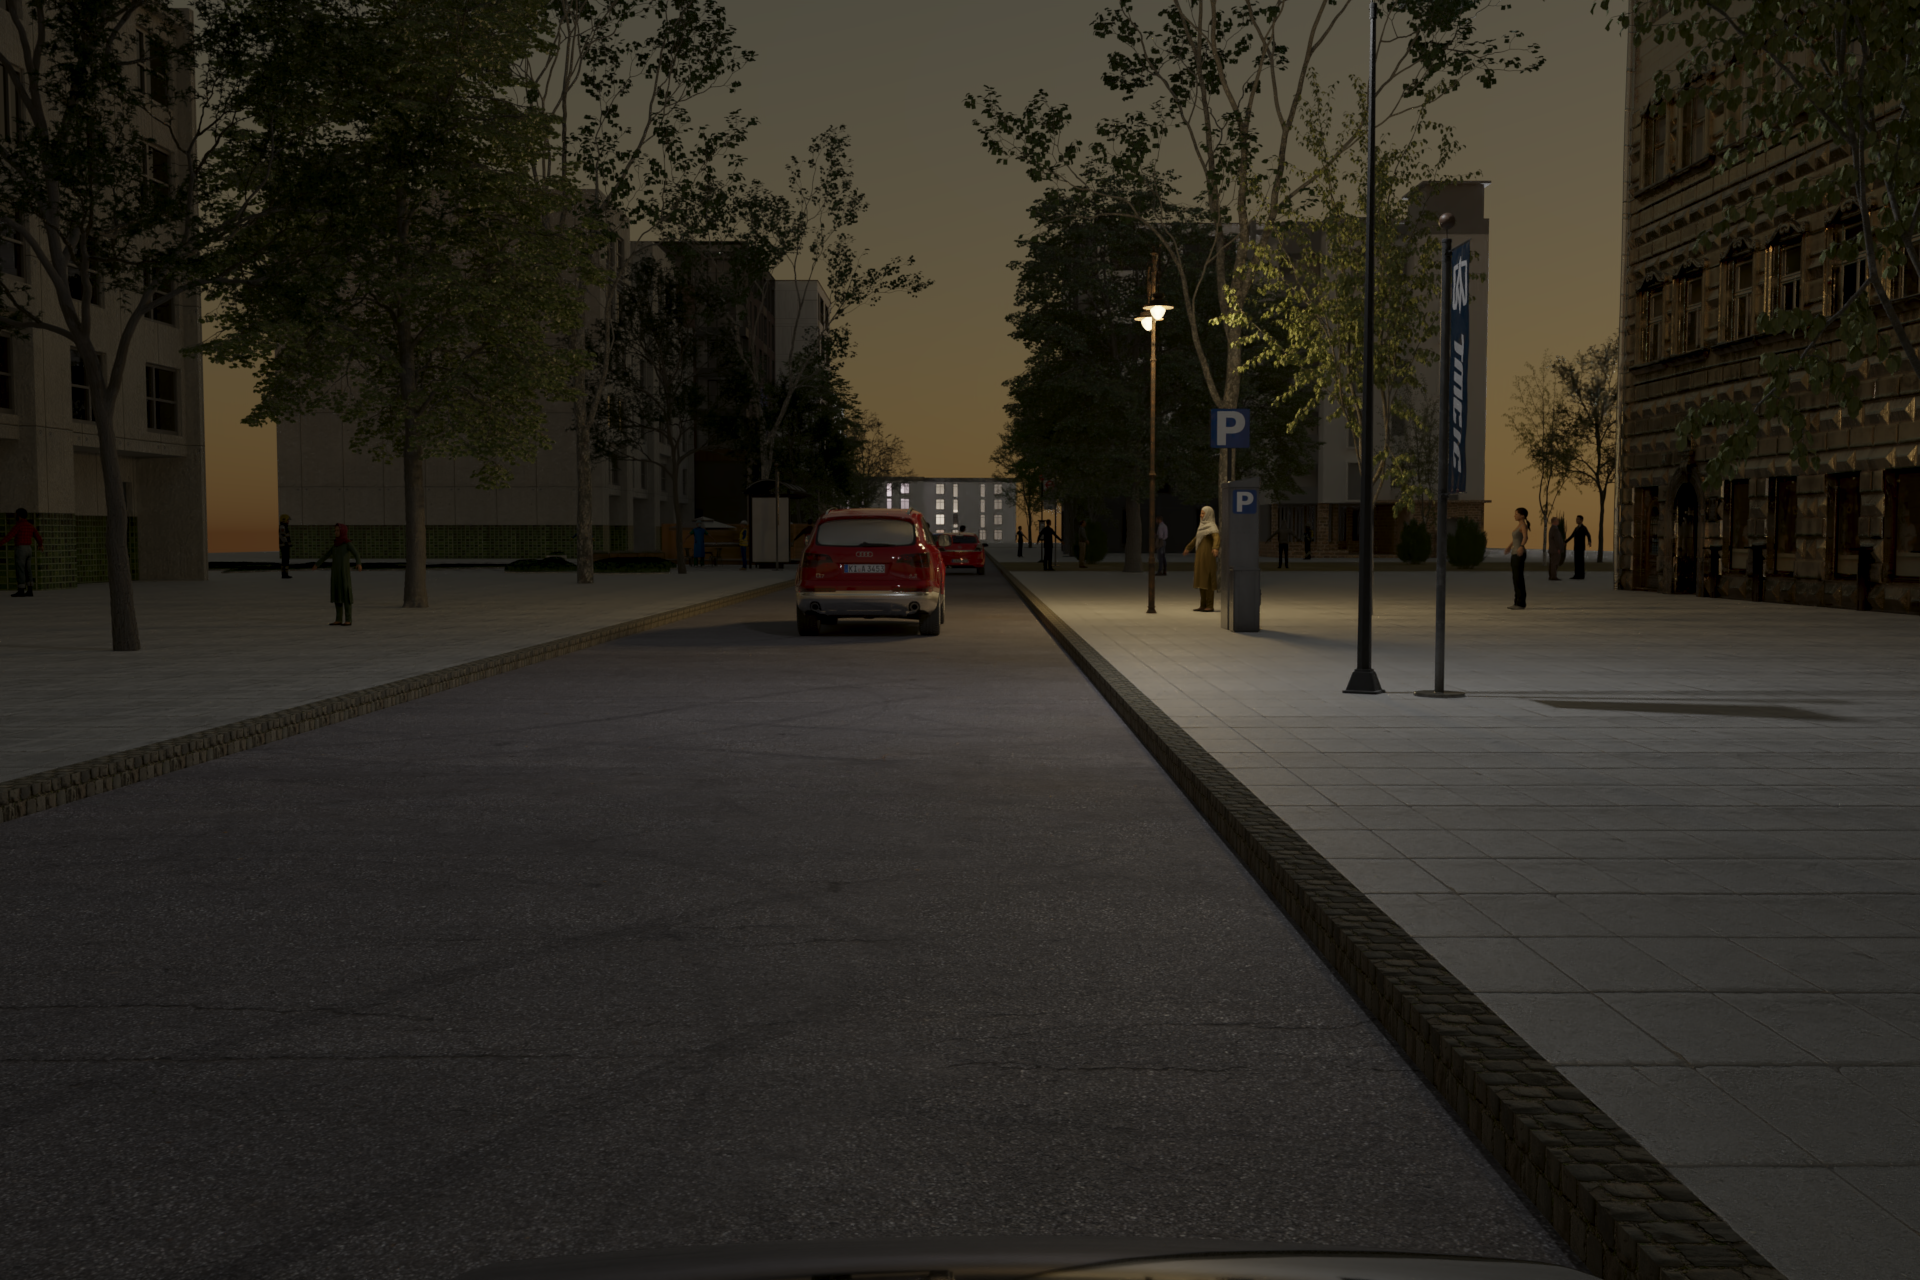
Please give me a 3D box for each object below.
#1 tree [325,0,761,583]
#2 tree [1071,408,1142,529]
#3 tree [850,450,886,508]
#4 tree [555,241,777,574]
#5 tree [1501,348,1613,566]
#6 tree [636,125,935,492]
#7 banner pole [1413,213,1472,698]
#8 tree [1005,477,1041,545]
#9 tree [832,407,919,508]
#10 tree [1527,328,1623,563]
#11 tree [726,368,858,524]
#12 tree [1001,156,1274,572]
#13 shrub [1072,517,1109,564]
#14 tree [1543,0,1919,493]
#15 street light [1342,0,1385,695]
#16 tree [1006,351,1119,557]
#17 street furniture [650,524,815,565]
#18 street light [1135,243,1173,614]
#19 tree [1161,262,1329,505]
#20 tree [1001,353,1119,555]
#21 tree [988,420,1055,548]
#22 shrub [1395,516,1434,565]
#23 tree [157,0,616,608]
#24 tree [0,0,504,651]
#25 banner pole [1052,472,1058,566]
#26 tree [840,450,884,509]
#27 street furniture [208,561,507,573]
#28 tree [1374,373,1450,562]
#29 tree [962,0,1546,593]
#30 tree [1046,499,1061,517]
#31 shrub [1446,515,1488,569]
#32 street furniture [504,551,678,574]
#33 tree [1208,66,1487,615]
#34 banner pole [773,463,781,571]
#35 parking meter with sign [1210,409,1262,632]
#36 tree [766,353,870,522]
[{"bbox_3d":[-10.760,-11.467,43.376,12.611,20.169,13.585,0,3,0],"label":"tree"},{"bbox_3d":[6.555,-8.410,87.859,4.360,8.622,3.978,0,3,0],"label":"tree"},{"bbox_3d":[-8.768,-12.329,151.933,4.360,8.622,3.978,0,3,0],"label":"tree"},{"bbox_3d":[-9.341,-7.425,55.815,7.601,10.594,8.767,0,4,0],"label":"tree"},{"bbox_3d":[23.319,-7.290,69.555,4.360,8.622,3.978,0,3,0],"label":"tree"},{"bbox_3d":[-8.024,-13.707,80.000,12.611,20.169,13.585,0,3,0],"label":"tree"},{"bbox_3d":[3.797,-1.429,13.384,0.401,3.779,0.863,0,4,0],"label":"banner pole"},{"bbox_3d":[6.744,-13.206,166.275,4.360,8.622,3.978,0,3,0],"label":"tree"},{"bbox_3d":[-9.175,-15.613,165.645,12.009,13.543,11.850,0,3,0],"label":"tree"},{"bbox_3d":[29.091,-8.758,77.607,7.601,10.594,8.767,-1,4,-18],"label":"tree"},{"bbox_3d":[-9.155,-9.962,97.289,7.601,10.594,8.767,2,4,30],"label":"tree"},{"bbox_3d":[5.750,-9.240,57.732,9.857,13.997,8.962,0,3,0],"label":"tree"},{"bbox_3d":[5.535,-4.225,73.505,1.690,2.028,1.600,0,3,0],"label":"shrub"},{"bbox_3d":[5.437,-3.612,9.419,4.737,8.622,4.395,0,3,0],"label":"tree"},{"bbox_3d":[3.806,-2.524,13.811,1.470,5.913,1.316,0,4,1],"label":"street light"},{"bbox_3d":[6.313,-10.492,97.296,9.928,11.665,9.643,0,3,0],"label":"tree"},{"bbox_3d":[-9.753,-4.271,76.693,11.010,1.723,9.812,2,4,26],"label":"street furniture"},{"bbox_3d":[3.098,-3.368,27.847,0.468,5.910,1.993,0,4,0],"label":"street light"},{"bbox_3d":[11.760,-9.422,72.185,7.486,12.596,7.792,0,3,0],"label":"tree"},{"bbox_3d":[6.268,-11.636,108.371,7.486,12.596,7.792,0,3,0],"label":"tree"},{"bbox_3d":[6.259,-14.120,156.620,9.928,11.665,9.643,0,3,0],"label":"tree"},{"bbox_3d":[19.220,-4.209,73.238,1.690,2.028,1.600,0,3,0],"label":"shrub"},{"bbox_3d":[-9.881,-6.853,30.172,7.486,12.596,7.792,0,3,0],"label":"tree"},{"bbox_3d":[-9.343,-5.177,19.054,8.767,10.594,7.601,-2,4,-32],"label":"tree"},{"bbox_3d":[3.797,-4.807,68.610,0.401,3.779,0.863,0,4,0],"label":"banner pole"},{"bbox_3d":[-8.354,-11.372,136.300,4.737,8.622,4.395,0,3,0],"label":"tree"},{"bbox_3d":[-31.138,-3.896,68.736,27.439,1.986,14.083,3,4,36],"label":"street furniture"},{"bbox_3d":[21.334,-7.842,78.587,4.360,8.622,3.978,0,3,0],"label":"tree"},{"bbox_3d":[6.482,-11.175,38.596,12.611,20.169,13.585,0,3,0],"label":"tree"},{"bbox_3d":[16.412,-20.954,252.968,12.009,13.543,11.850,0,3,0],"label":"tree"},{"bbox_3d":[18.586,-3.624,63.674,1.690,2.028,1.600,0,3,0],"label":"shrub"},{"bbox_3d":[-12.518,-2.721,60.116,5.734,0.657,10.072,0,4,-4],"label":"street furniture"},{"bbox_3d":[6.259,-4.685,26.965,4.737,8.622,4.395,0,3,0],"label":"tree"},{"bbox_3d":[-6.444,-4.355,61.228,0.401,3.779,0.863,0,4,2],"label":"banner pole"},{"bbox_3d":[3.754,-1.656,23.333,0.543,3.016,1.738,0,4,0],"label":"parking meter with sign"},{"bbox_3d":[-9.242,-11.624,108.180,7.486,12.596,7.792,0,3,0],"label":"tree"}]
